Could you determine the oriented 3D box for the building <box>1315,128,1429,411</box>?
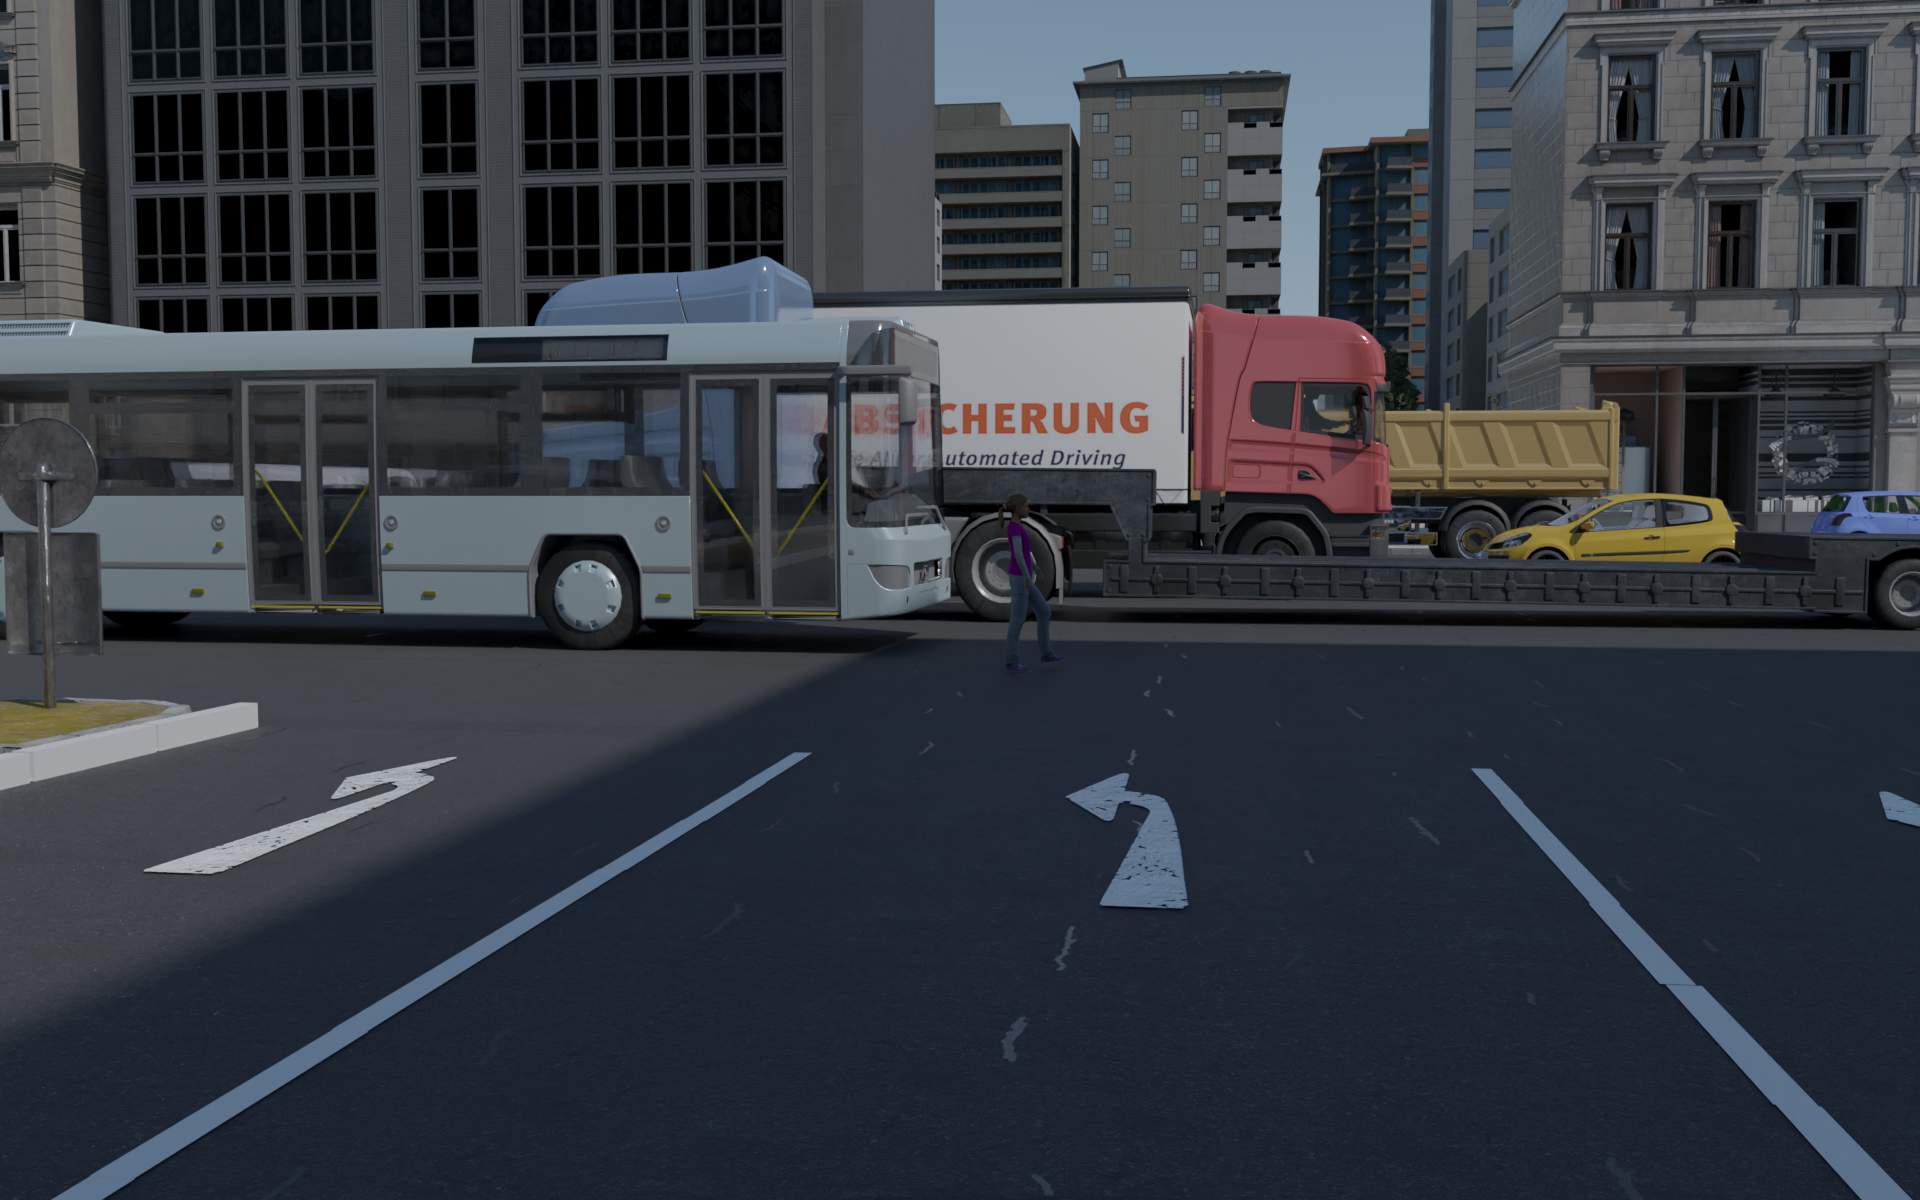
[{"bbox_3d":[56.350,-33.982,210.238,28.867,44.769,22.147,1,4,9],"label":"building"}]

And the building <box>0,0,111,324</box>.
[{"bbox_3d":[-38.203,-16.011,59.038,25.104,27.353,12.463,1,4,9],"label":"building"}]

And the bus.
[{"bbox_3d":[-5.942,-1.380,17.418,13.247,3.499,2.948,1,4,11],"label":"bus"}]

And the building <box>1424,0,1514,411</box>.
[{"bbox_3d":[49.533,-36.755,142.939,21.231,58.520,28.212,1,4,9],"label":"building"}]

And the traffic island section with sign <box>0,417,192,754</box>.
[{"bbox_3d":[-5.547,-0.100,9.779,2.006,1.907,1.989,1,4,9],"label":"traffic island section with sign"}]

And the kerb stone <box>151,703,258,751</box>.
[{"bbox_3d":[-4.446,0.737,10.149,0.120,0.150,1.000,1,4,9],"label":"kerb stone"}]

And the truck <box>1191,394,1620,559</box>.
[{"bbox_3d":[7.423,-2.308,33.660,9.791,3.379,3.469,0,4,7],"label":"truck"}]

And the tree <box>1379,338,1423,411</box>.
[{"bbox_3d":[33.514,-14.264,140.636,7.806,13.903,7.818,0,3,0],"label":"tree"}]

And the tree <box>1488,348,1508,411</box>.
[{"bbox_3d":[26.257,-7.903,79.576,4.360,8.622,3.978,0,3,0],"label":"tree"}]

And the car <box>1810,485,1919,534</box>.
[{"bbox_3d":[20.528,-1.709,37.533,3.694,1.707,1.945,0,4,8],"label":"car"}]

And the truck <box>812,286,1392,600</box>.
[{"bbox_3d":[1.043,-2.199,24.866,11.283,4.237,2.839,1,4,9],"label":"truck"}]

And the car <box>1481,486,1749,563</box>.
[{"bbox_3d":[10.275,-1.038,27.188,3.980,1.641,2.015,0,4,7],"label":"car"}]

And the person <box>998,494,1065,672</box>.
[{"bbox_3d":[0.634,-0.142,14.063,0.776,1.435,0.726,0,4,-3],"label":"person"}]

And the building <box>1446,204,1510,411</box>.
[{"bbox_3d":[48.501,-16.535,115.395,27.650,21.520,28.899,1,4,9],"label":"building"}]

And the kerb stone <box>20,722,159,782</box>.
[{"bbox_3d":[-4.596,0.799,9.127,0.120,0.150,1.000,1,4,9],"label":"kerb stone"}]

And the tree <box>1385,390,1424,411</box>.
[{"bbox_3d":[30.611,-10.488,121.840,4.737,8.622,4.395,0,3,0],"label":"tree"}]

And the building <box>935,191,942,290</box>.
[{"bbox_3d":[-9.132,-23.767,160.292,14.107,30.474,14.160,1,4,9],"label":"building"}]

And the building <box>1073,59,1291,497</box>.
[{"bbox_3d":[29.018,-38.437,217.686,27.495,52.752,28.713,1,4,9],"label":"building"}]

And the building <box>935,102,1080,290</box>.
[{"bbox_3d":[4.207,-36.345,217.941,21.600,48.544,21.300,1,4,9],"label":"building"}]

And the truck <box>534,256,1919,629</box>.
[{"bbox_3d":[3.694,-1.846,19.943,18.799,4.110,2.967,0,4,7],"label":"truck"}]

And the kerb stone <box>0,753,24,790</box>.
[{"bbox_3d":[-4.746,0.864,8.101,0.120,0.150,1.000,1,4,9],"label":"kerb stone"}]

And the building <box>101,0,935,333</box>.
[{"bbox_3d":[-13.703,-16.102,56.776,24.014,27.812,14.314,1,4,9],"label":"building"}]

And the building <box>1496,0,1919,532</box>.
[{"bbox_3d":[17.765,-12.142,49.437,40.483,20.767,10.553,1,4,9],"label":"building"}]
